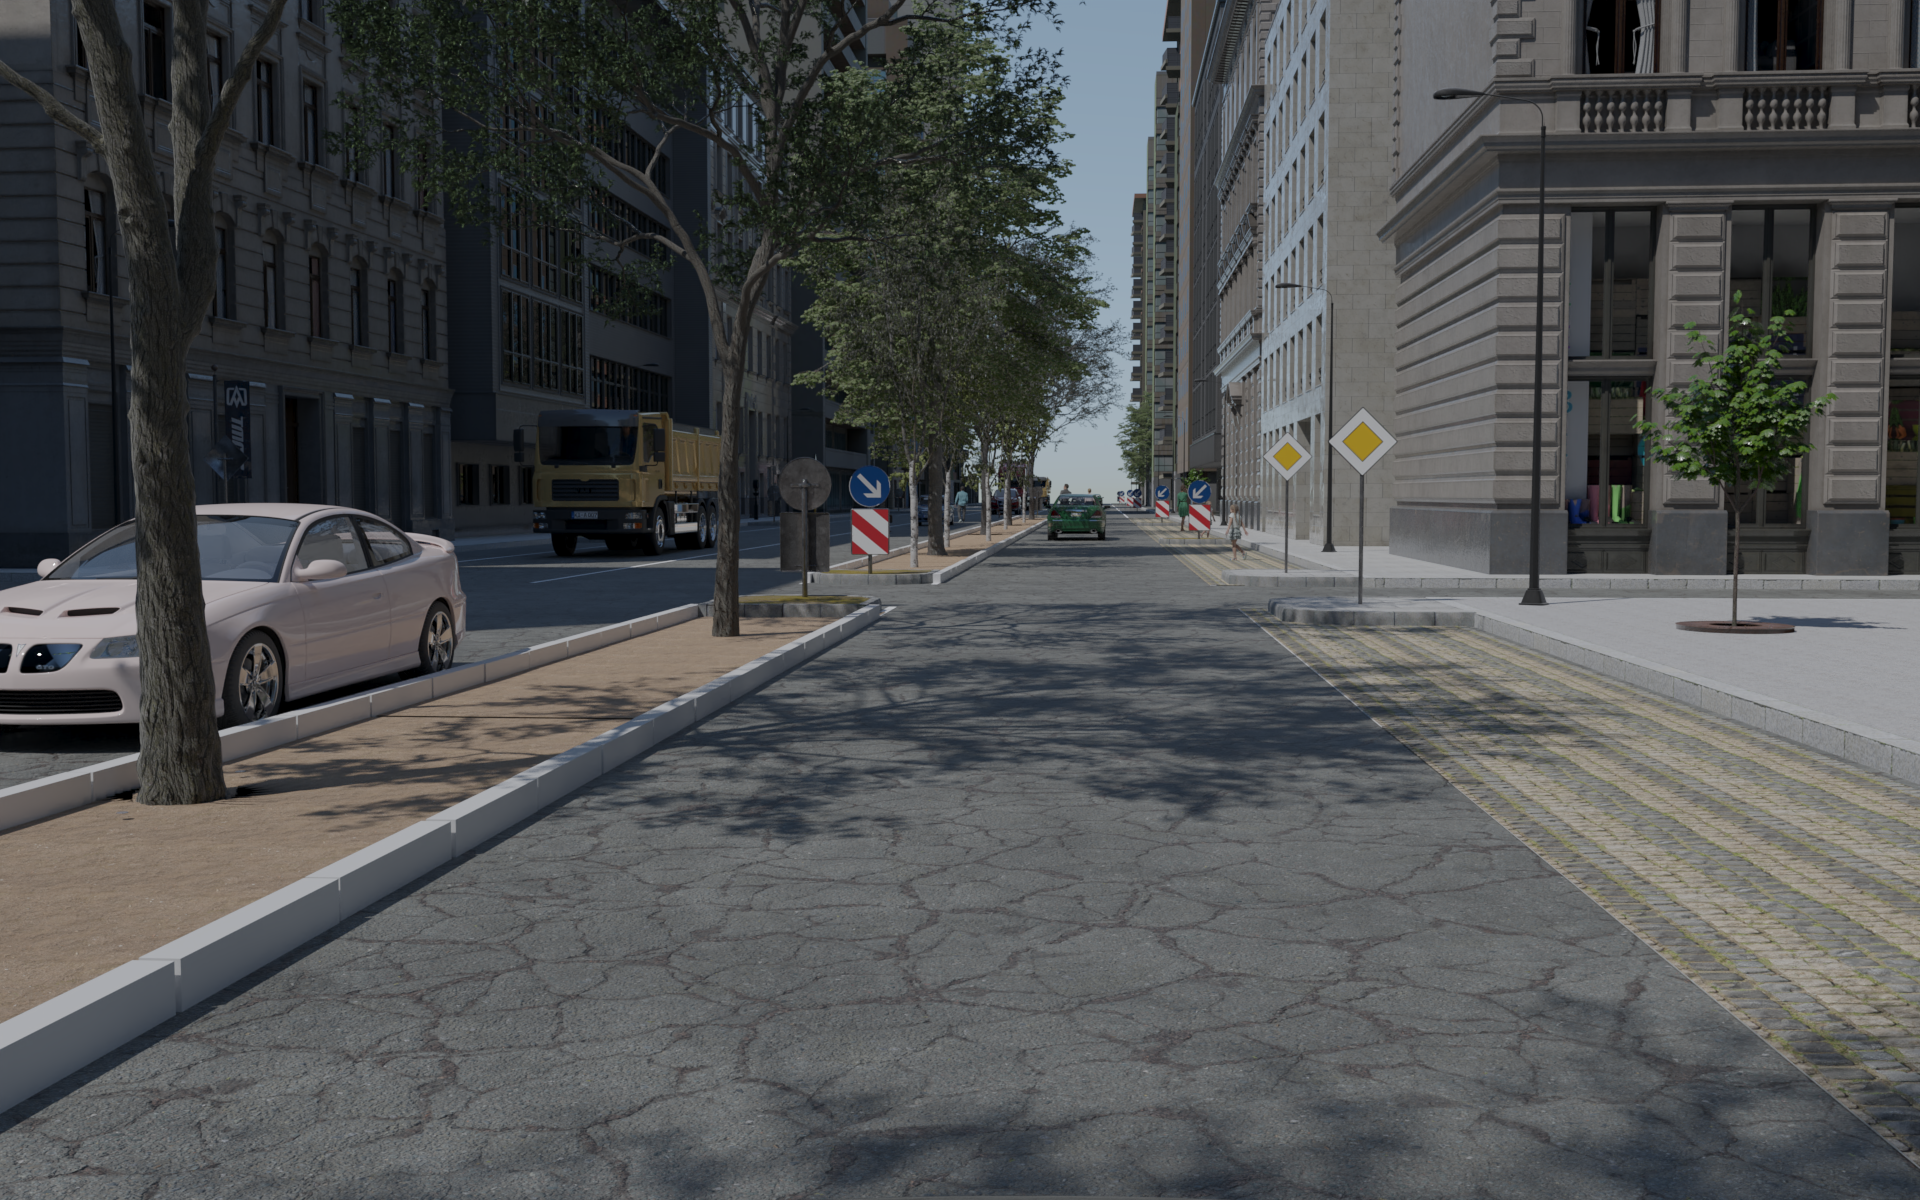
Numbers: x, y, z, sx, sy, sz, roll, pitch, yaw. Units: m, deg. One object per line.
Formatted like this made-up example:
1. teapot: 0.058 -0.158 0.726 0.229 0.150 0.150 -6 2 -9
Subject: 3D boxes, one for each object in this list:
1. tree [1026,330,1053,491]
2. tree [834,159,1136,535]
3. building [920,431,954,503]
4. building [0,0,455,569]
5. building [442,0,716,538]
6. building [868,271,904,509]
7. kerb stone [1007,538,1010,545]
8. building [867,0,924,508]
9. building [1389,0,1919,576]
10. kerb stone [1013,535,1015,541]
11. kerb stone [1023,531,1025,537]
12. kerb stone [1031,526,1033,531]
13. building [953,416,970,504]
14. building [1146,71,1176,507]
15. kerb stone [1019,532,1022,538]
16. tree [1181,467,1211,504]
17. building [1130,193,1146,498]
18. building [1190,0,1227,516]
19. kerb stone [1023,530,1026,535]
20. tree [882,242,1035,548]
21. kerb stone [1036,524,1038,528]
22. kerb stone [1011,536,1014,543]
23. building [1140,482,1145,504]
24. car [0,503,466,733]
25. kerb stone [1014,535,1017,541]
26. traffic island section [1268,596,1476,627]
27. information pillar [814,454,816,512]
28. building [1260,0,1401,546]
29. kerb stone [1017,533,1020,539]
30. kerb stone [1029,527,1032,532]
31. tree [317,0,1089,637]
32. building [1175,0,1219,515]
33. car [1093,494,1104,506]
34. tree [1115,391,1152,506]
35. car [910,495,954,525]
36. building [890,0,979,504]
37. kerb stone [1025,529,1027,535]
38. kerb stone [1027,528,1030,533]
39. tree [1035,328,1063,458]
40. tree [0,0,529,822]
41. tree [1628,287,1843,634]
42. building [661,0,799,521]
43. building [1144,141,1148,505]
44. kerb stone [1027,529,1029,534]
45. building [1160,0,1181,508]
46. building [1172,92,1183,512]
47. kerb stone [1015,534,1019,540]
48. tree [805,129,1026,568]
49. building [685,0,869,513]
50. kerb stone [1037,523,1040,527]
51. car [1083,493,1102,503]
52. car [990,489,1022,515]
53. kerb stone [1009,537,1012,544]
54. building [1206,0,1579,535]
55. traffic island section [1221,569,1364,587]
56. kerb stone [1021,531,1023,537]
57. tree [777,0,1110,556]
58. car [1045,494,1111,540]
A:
1. tree: 0.864 -6.057 51.853 4.360 8.622 3.978 0 3 0
2. tree: 0.849 -9.001 60.000 12.009 13.543 11.850 0 3 0
3. building: -8.267 -25.905 195.250 14.160 30.474 14.107 0 4 5
4. building: -19.210 -11.568 38.284 9.793 20.994 18.267 0 4 5
5. building: -18.977 -14.880 62.347 14.314 24.678 30.058 0 4 5
6. building: -19.948 -18.143 141.678 27.650 21.520 28.899 0 4 5
7. kerb stone: 1.218 -1.561 47.721 0.120 0.150 1.000 0 4 5
8. building: -10.948 -31.297 161.812 14.600 45.320 14.200 0 4 5
9. building: 18.017 -12.355 30.886 19.941 23.489 11.050 0 4 5
10. kerb stone: 1.465 -1.740 50.785 0.120 0.150 1.000 0 4 5
11. kerb stone: 1.956 -2.124 56.926 0.120 0.150 1.000 0 4 5
12. kerb stone: 2.527 -2.562 64.079 0.120 0.150 1.000 0 4 5
13. building: -10.295 -34.413 217.278 22.147 44.769 28.867 0 4 5
14. building: 26.033 -29.790 170.667 14.154 41.232 14.086 0 4 5
15. kerb stone: 1.788 -1.999 54.877 0.120 0.150 1.000 0 4 5
16. tree: 14.093 -6.743 104.852 1.663 3.219 1.824 0 3 0
17. building: 35.399 -36.181 246.181 22.147 44.769 28.867 0 4 5
18. building: 19.798 -18.147 90.203 14.314 27.812 24.014 0 4 5
19. kerb stone: 2.036 -2.183 57.945 0.120 0.150 1.000 0 4 5
20. tree: -0.368 -5.716 46.274 4.737 8.622 4.395 0 3 0
21. kerb stone: 2.931 -2.874 69.190 0.120 0.150 1.000 0 4 5
22. kerb stone: 1.384 -1.685 49.765 0.120 0.150 1.000 0 4 5
23. building: 39.151 -32.236 218.939 32.217 40.220 23.993 0 4 5
24. car: -4.950 0.033 11.820 2.083 1.381 4.827 0 4 5
25. kerb stone: 1.541 -1.804 51.804 0.120 0.150 1.000 0 4 5
26. traffic island section: 4.680 0.129 20.170 2.009 0.180 2.903 0 4 5
27. information pillar: -8.402 -6.682 100.604 0.183 3.616 0.504 0 4 1
28. building: 14.781 -11.938 49.942 10.420 20.320 16.860 0 4 5
29. kerb stone: 1.706 -1.934 53.852 0.120 0.150 1.000 0 4 5
30. kerb stone: 2.449 -2.495 63.058 0.120 0.150 1.000 0 4 5
31. tree: -2.398 -4.882 16.695 8.767 10.594 7.601 0 4 5
32. building: 21.581 -28.298 112.777 14.600 45.320 14.200 0 4 5
33. car: 16.627 -12.304 212.960 2.131 1.459 4.920 0 4 6
34. tree: 20.656 -16.613 189.742 7.486 12.596 7.792 0 3 0
35. car: -1.236 -4.109 79.184 2.014 1.417 4.499 0 4 4
36. building: -7.819 -49.129 241.514 20.563 71.187 20.611 0 4 5
37. kerb stone: 2.125 -2.249 58.963 0.120 0.150 1.000 0 4 5
38. kerb stone: 2.284 -2.374 61.004 0.120 0.150 1.000 0 4 5
39. tree: 1.812 -7.133 69.451 4.737 8.622 4.395 0 3 0
40. tree: -3.739 -4.873 7.894 9.928 11.665 9.643 0 3 0
41. tree: 7.357 -1.333 16.391 1.663 3.219 1.824 0 3 0
42. building: -16.492 -17.929 90.397 12.463 27.353 25.104 0 4 5
43. building: 28.495 -31.613 200.473 14.154 41.232 14.086 0 4 5
44. kerb stone: 2.206 -2.311 59.982 0.120 0.150 1.000 0 4 5
45. building: 28.354 -30.172 147.943 22.147 44.769 28.867 0 4 5
46. building: 22.687 -21.750 127.315 14.160 30.474 14.107 0 4 5
47. kerb stone: 1.630 -1.874 52.830 0.120 0.150 1.000 0 4 5
48. tree: -0.888 -4.910 33.098 4.360 8.622 3.978 0 3 0
49. building: -18.101 -30.075 115.424 21.300 48.544 21.600 0 4 5
50. kerb stone: 3.102 -2.995 71.228 0.120 0.150 1.000 0 4 5
51. car: 7.242 -5.571 100.873 2.009 1.686 4.222 0 4 6
52. car: 3.219 -6.907 121.605 2.281 1.827 5.304 0 4 5
53. kerb stone: 1.302 -1.623 48.739 0.120 0.150 1.000 0 4 5
54. building: 15.876 -14.663 68.616 11.050 23.489 19.941 0 4 5
55. traffic island section: 5.316 -0.358 28.130 2.009 0.180 2.903 0 4 5
56. kerb stone: 1.873 -2.060 55.895 0.120 0.150 1.000 0 4 5
57. tree: -0.484 -7.269 39.438 7.486 12.596 7.792 0 3 0
58. car: 3.740 -2.654 55.189 2.131 1.459 4.920 0 4 5
